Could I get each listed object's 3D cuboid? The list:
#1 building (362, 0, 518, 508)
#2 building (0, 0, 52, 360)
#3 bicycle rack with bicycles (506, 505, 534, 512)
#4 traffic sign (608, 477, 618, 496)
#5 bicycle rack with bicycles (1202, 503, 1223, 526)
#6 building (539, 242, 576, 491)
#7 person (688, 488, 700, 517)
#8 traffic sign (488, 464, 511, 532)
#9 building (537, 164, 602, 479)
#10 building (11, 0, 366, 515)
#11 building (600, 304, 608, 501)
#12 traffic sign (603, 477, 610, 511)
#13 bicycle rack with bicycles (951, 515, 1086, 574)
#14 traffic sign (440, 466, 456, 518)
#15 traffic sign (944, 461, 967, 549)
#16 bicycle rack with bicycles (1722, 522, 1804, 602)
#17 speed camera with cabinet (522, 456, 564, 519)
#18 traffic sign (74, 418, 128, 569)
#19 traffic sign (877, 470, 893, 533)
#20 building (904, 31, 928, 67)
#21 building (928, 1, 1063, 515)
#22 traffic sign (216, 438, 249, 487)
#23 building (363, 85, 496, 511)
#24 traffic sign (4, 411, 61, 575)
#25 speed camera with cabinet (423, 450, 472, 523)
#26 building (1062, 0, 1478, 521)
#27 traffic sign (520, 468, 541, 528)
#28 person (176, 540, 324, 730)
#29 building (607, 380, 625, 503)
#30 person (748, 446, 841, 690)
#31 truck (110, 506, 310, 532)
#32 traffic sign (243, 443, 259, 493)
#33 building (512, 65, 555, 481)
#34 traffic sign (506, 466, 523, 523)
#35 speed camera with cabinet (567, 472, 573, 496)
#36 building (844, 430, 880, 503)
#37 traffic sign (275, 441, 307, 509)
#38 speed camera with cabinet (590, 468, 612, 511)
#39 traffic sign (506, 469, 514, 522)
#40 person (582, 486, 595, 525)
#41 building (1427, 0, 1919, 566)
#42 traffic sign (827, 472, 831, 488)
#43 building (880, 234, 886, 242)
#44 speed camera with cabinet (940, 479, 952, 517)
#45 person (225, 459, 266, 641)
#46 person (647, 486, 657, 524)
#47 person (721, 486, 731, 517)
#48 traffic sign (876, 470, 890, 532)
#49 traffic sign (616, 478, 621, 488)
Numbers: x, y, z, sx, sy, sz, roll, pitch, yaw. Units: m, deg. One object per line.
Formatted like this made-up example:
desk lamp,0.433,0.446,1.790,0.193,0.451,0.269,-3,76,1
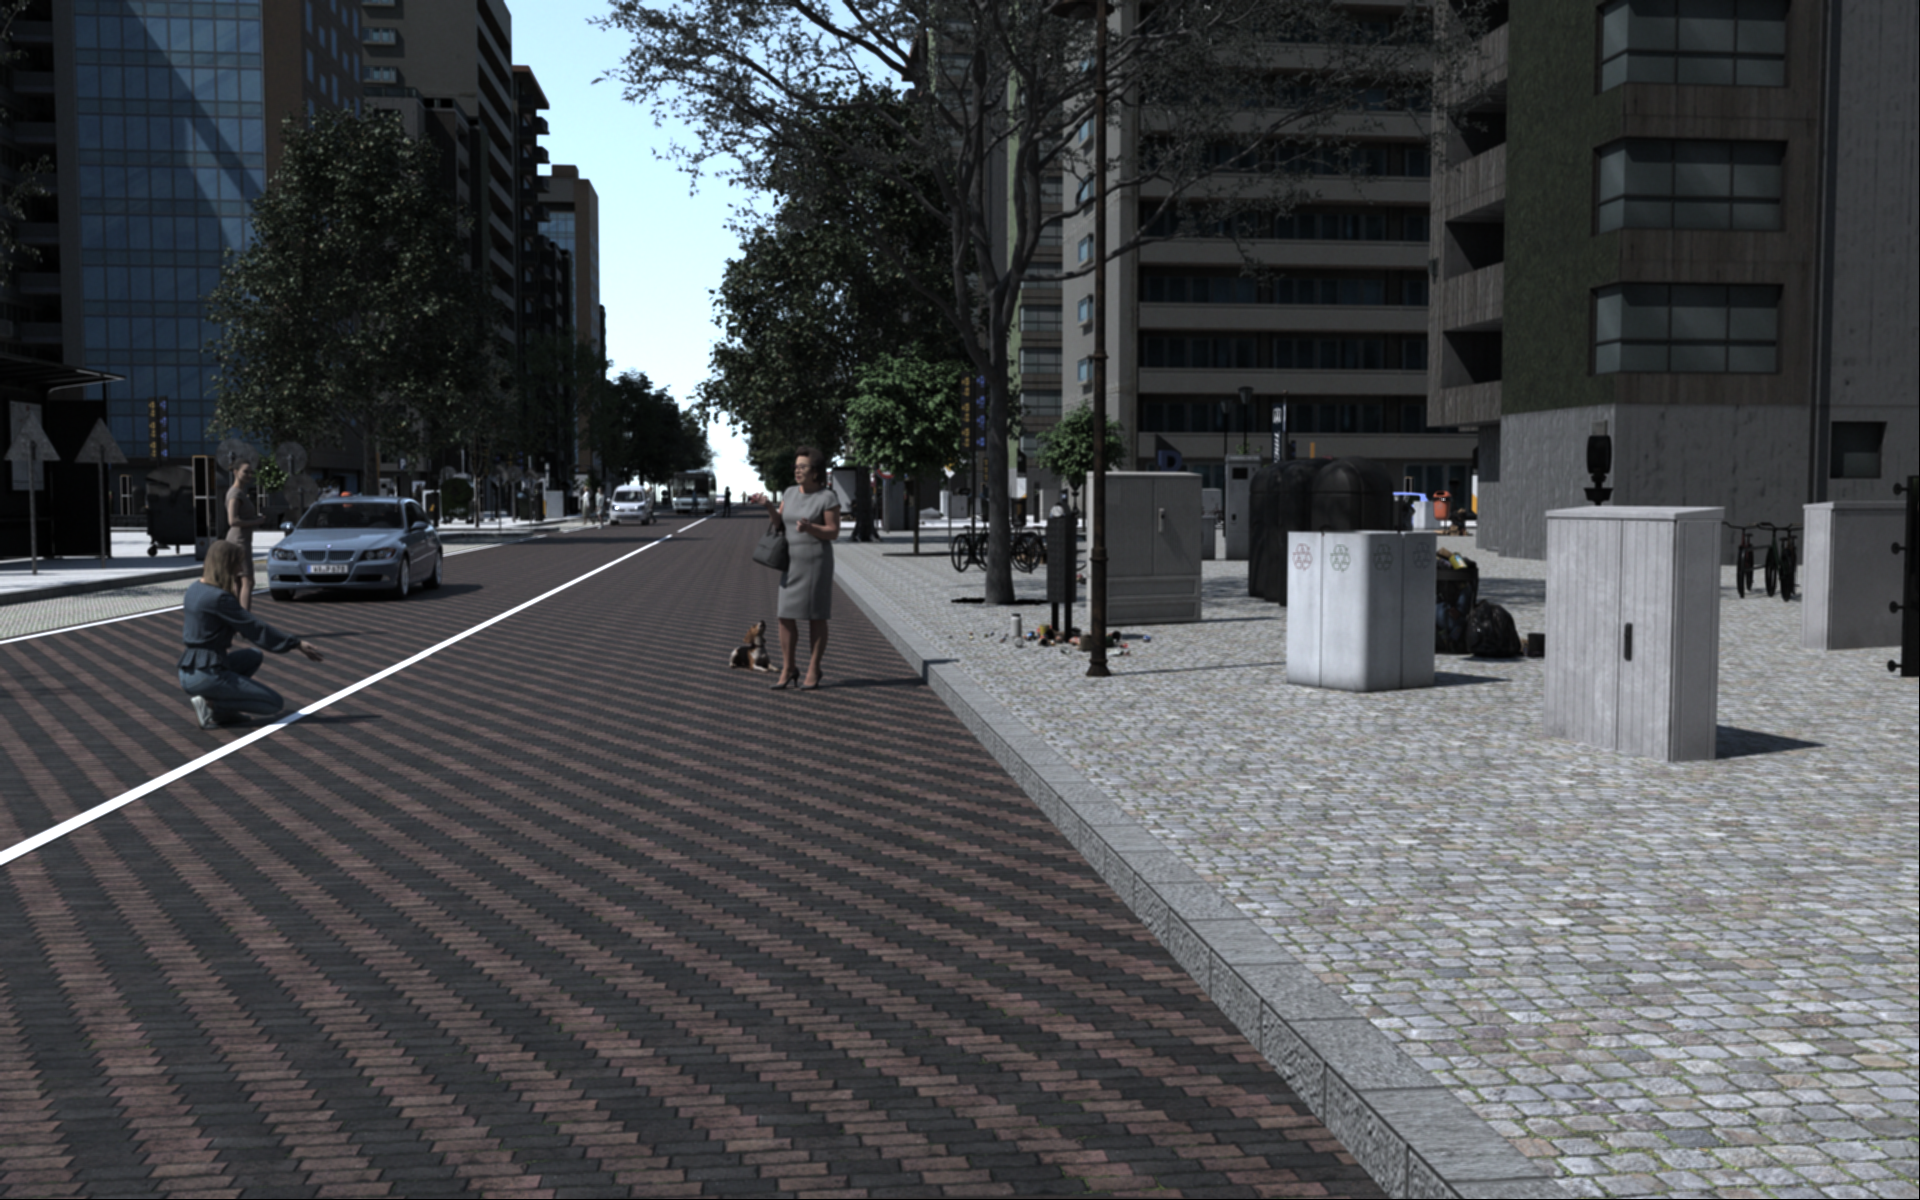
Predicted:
building,-50.410,-32.074,148.119,21.300,48.544,21.600,0,4,-7
building,-60.115,-24.199,87.535,23.993,40.220,32.217,0,4,-7
bicycle rack with bicycles,-28.534,-6.120,113.439,2.852,0.926,2.925,3,4,37
traffic sign,-26.225,-8.006,131.009,0.768,2.556,0.104,0,3,0
bicycle rack with bicycles,11.003,-3.459,69.935,2.925,0.926,2.852,2,4,27
building,-51.393,-25.928,195.620,14.160,30.474,14.107,0,4,-7
person,-16.928,-6.225,110.148,0.748,1.841,0.638,0,4,7
traffic sign,-15.475,-3.339,58.229,0.795,2.450,0.064,0,4,-7
building,-57.233,-36.003,238.763,14.600,45.320,14.200,0,4,-7
building,-41.251,-27.185,94.582,14.600,45.320,14.200,0,4,-7
building,-59.316,-29.449,253.196,14.160,30.474,14.107,0,4,-7
traffic sign,-27.056,-8.107,132.659,0.768,2.556,0.104,0,4,0
bicycle rack with bicycles,1.022,-0.959,29.058,2.925,0.926,2.852,-3,5,-39
traffic sign,-23.290,-4.815,78.830,0.768,2.556,0.104,0,4,-4
traffic sign,-0.240,-2.400,40.421,0.795,2.450,0.064,0,4,0
bicycle rack with bicycles,10.669,-0.495,21.478,2.852,0.926,2.925,3,4,36
speed camera with cabinet,-21.769,-5.872,90.340,2.038,3.252,0.660,-2,4,-28
traffic sign,-14.663,-1.809,29.577,0.884,2.594,0.081,0,4,-3
traffic sign,-2.364,-3.464,56.738,0.768,2.556,0.104,0,4,2
building,5.894,-31.222,165.102,22.147,44.769,28.867,0,4,-7
building,4.421,-27.420,131.909,14.154,41.232,14.086,0,4,-7
traffic sign,-16.550,-2.403,39.388,0.768,2.556,0.104,0,4,3
building,-42.229,-21.673,126.050,14.160,30.474,14.107,0,4,-7
traffic sign,-14.601,-1.667,27.259,0.884,2.594,0.081,0,4,-1
speed camera with cabinet,-22.763,-5.047,76.862,2.038,3.252,0.660,0,4,-2
building,16.544,-28.572,90.859,21.600,48.544,21.300,0,4,-7
traffic sign,-16.407,-3.824,66.159,0.795,2.450,0.064,0,4,-7
person,-4.545,0.193,10.840,0.738,1.151,1.012,-3,5,-42
building,-68.259,-26.253,274.269,27.650,21.520,28.899,0,4,-7
person,-1.242,-0.233,12.665,0.716,1.782,0.532,2,4,29
truck,-29.792,-4.346,60.823,18.799,4.110,2.967,0,4,-5
traffic sign,-17.710,-2.613,42.830,0.768,2.556,0.104,0,4,3
building,-52.988,-31.730,173.403,22.147,44.769,28.867,0,4,-7
traffic sign,-19.924,-4.727,77.396,0.768,2.556,0.104,0,4,-6
speed camera with cabinet,-25.964,-7.164,111.459,2.038,3.252,0.660,0,4,-4
building,-3.371,-25.714,265.456,27.650,21.520,28.899,0,4,-7
traffic sign,-16.213,-2.562,41.996,0.768,2.556,0.104,0,4,-3
speed camera with cabinet,-27.022,-8.282,129.750,2.038,3.252,0.660,2,4,35
traffic sign,-20.541,-4.863,79.620,0.768,2.556,0.104,0,4,-1
person,-17.177,-4.357,79.967,0.641,1.798,0.478,0,4,7
building,17.762,-16.256,37.482,14.160,30.474,14.107,0,4,-7
traffic sign,-7.430,-6.046,98.965,0.768,2.556,0.104,0,4,2
building,1.588,-33.003,194.226,22.147,44.769,28.867,0,4,-7
speed camera with cabinet,-1.036,-6.377,98.601,0.660,3.252,2.038,-1,4,-19
person,-7.048,-0.505,17.096,0.374,1.781,0.599,-1,4,-18
person,-15.019,-4.607,83.922,0.767,1.812,0.694,-2,4,-29
person,-14.487,-6.090,107.436,0.648,1.900,0.474,3,5,45
traffic sign,-2.520,-3.594,58.862,0.768,2.556,0.104,0,4,-3
traffic sign,-26.625,-8.203,134.217,0.768,2.556,0.104,0,4,3
